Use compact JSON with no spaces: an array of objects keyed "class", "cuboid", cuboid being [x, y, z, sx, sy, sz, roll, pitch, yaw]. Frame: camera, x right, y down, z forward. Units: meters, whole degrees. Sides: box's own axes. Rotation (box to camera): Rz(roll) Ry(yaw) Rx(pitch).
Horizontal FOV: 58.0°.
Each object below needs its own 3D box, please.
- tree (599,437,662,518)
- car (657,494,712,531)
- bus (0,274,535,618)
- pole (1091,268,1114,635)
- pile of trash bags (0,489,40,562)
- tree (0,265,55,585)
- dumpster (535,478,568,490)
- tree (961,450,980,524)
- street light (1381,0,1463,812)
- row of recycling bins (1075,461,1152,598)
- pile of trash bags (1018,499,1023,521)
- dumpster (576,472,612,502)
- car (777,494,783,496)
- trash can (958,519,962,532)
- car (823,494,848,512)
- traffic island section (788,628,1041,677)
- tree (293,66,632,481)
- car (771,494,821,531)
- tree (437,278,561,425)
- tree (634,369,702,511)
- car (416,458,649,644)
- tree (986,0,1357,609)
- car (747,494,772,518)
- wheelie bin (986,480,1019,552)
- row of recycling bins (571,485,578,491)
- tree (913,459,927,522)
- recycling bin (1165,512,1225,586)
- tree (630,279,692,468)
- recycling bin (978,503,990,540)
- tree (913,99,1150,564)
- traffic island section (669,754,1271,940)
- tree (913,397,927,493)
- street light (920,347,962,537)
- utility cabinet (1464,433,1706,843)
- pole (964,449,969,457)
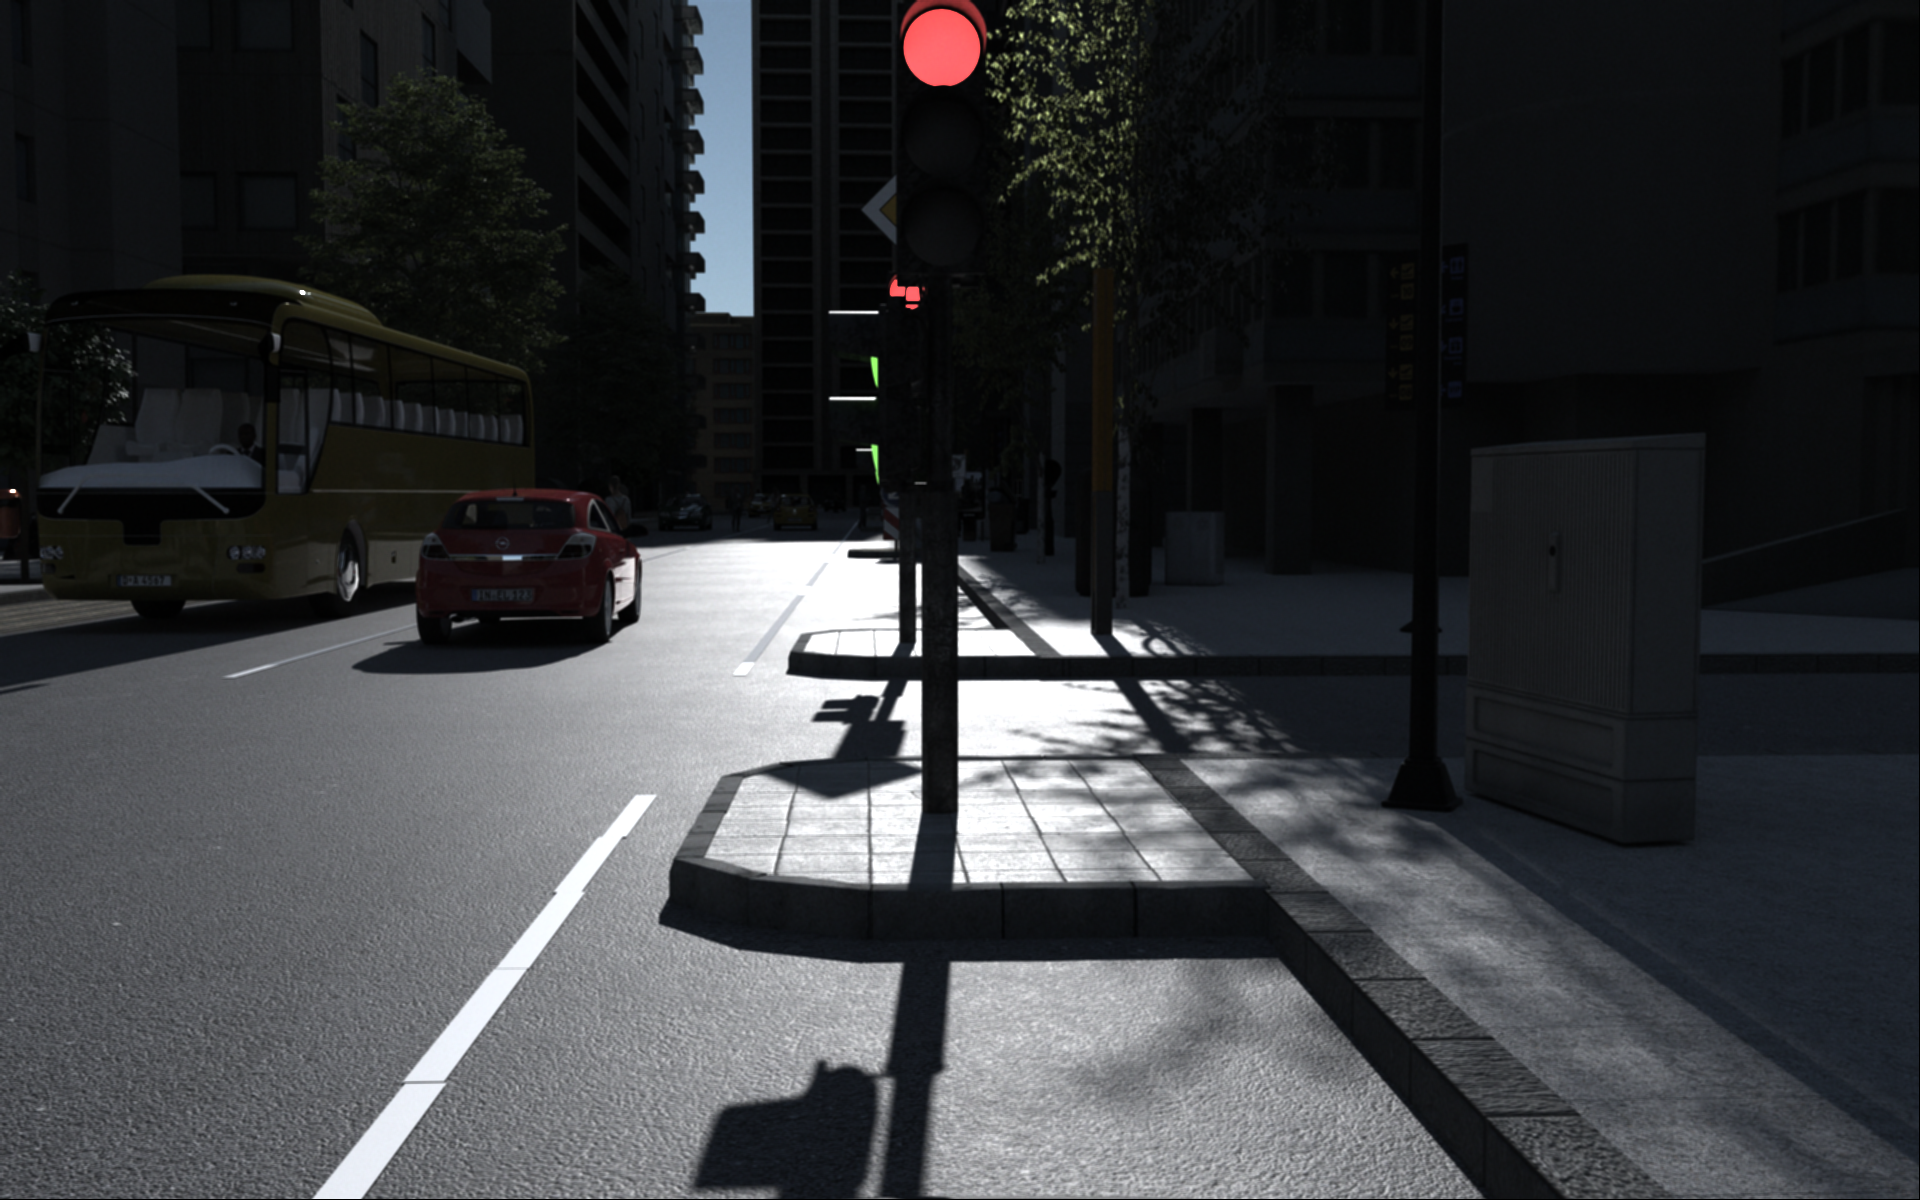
[{"class":"tree","cuboid":[-17.779,-6.711,93.436,4.285,4.588,4.351,0,3,0]},{"class":"car","cuboid":[-10.902,-3.494,68.922,2.131,1.459,4.920,0,4,-3]},{"class":"bus","cuboid":[-8.347,-1.939,23.256,2.896,3.916,12.252,0,4,-1]},{"class":"pole","cuboid":[1.297,-1.342,15.783,0.158,3.312,0.155,0,3,0]},{"class":"pile of trash bags","cuboid":[-17.952,-1.491,34.135,1.912,1.369,3.447,0,4,1]},{"class":"tree","cuboid":[-13.562,-2.522,24.952,4.285,4.588,4.351,0,3,0]},{"class":"dumpster","cuboid":[-15.214,-3.551,63.811,1.264,1.857,1.865,0,4,-3]},{"class":"tree","cuboid":[0.474,-4.921,75.054,1.663,3.219,1.824,0,3,0]},{"class":"street light","cuboid":[1.369,-2.105,6.957,1.470,5.913,1.316,0,4,-3]},{"class":"row of recycling bins","cuboid":[2.062,-0.980,23.130,1.069,1.692,3.534,0,4,7]},{"class":"pile of trash bags","cuboid":[3.228,-4.469,82.826,1.912,1.369,3.447,-2,4,-28]},{"class":"dumpster","cuboid":[-15.877,-4.466,75.507,1.502,2.255,1.985,0,4,-3]},{"class":"car","cuboid":[-12.424,-6.659,119.105,2.015,1.641,3.980,0,4,-3]},{"class":"trash can","cuboid":[-0.255,-2.719,56.115,0.748,1.137,0.748,0,3,0]},{"class":"car","cuboid":[-10.262,-8.119,142.524,2.009,1.686,4.222,0,4,-2]},{"class":"traffic island section","cuboid":[-0.431,0.446,14.994,2.009,0.180,2.903,0,4,-3]},{"class":"tree","cuboid":[-14.037,-7.855,46.564,7.486,12.596,7.792,0,3,0]},{"class":"car","cuboid":[-6.583,-3.625,69.488,2.015,1.641,3.980,0,4,-4]},{"class":"tree","cuboid":[-15.296,-6.493,56.519,4.737,8.622,4.395,0,3,0]},{"class":"tree","cuboid":[-17.129,-9.150,99.960,4.737,8.622,4.395,0,3,0]},{"class":"car","cuboid":[-4.384,-0.552,18.067,2.155,1.783,4.494,0,4,-5]},{"class":"tree","cuboid":[2.054,-4.207,19.153,4.360,8.622,3.978,0,3,0]},{"class":"car","cuboid":[-12.106,-5.916,106.948,2.015,1.641,3.980,0,4,-2]},{"class":"wheelie bin","cuboid":[0.947,-1.889,38.788,0.693,1.594,0.980,0,4,8]},{"class":"row of recycling bins","cuboid":[-17.358,-4.514,80.918,3.534,1.692,1.069,-1,4,-23]},{"class":"tree","cuboid":[-1.448,-5.283,80.974,1.663,3.219,1.824,0,3,0]},{"class":"recycling bin","cuboid":[3.323,-0.731,24.504,0.722,1.027,0.722,1,4,19]},{"class":"tree","cuboid":[-17.003,-10.234,85.450,7.486,12.596,7.792,0,3,0]},{"class":"recycling bin","cuboid":[0.994,-2.233,49.070,0.722,1.027,0.722,-3,4,-37]},{"class":"tree","cuboid":[1.259,-4.978,31.750,4.737,8.622,4.395,0,3,0]},{"class":"traffic island section","cuboid":[-0.059,0.934,7.017,2.009,0.180,2.903,0,4,-3]},{"class":"tree","cuboid":[-2.389,-9.376,103.667,4.360,8.622,3.978,0,3,0]},{"class":"street light","cuboid":[-0.669,-4.835,51.593,1.470,5.913,1.316,0,4,-3]},{"class":"utility cabinet","cuboid":[2.407,0.114,6.811,0.318,1.500,1.173,-1,4,-12]},{"class":"pole","cuboid":[0.294,-5.155,78.131,0.158,3.312,0.155,0,3,0]}]
